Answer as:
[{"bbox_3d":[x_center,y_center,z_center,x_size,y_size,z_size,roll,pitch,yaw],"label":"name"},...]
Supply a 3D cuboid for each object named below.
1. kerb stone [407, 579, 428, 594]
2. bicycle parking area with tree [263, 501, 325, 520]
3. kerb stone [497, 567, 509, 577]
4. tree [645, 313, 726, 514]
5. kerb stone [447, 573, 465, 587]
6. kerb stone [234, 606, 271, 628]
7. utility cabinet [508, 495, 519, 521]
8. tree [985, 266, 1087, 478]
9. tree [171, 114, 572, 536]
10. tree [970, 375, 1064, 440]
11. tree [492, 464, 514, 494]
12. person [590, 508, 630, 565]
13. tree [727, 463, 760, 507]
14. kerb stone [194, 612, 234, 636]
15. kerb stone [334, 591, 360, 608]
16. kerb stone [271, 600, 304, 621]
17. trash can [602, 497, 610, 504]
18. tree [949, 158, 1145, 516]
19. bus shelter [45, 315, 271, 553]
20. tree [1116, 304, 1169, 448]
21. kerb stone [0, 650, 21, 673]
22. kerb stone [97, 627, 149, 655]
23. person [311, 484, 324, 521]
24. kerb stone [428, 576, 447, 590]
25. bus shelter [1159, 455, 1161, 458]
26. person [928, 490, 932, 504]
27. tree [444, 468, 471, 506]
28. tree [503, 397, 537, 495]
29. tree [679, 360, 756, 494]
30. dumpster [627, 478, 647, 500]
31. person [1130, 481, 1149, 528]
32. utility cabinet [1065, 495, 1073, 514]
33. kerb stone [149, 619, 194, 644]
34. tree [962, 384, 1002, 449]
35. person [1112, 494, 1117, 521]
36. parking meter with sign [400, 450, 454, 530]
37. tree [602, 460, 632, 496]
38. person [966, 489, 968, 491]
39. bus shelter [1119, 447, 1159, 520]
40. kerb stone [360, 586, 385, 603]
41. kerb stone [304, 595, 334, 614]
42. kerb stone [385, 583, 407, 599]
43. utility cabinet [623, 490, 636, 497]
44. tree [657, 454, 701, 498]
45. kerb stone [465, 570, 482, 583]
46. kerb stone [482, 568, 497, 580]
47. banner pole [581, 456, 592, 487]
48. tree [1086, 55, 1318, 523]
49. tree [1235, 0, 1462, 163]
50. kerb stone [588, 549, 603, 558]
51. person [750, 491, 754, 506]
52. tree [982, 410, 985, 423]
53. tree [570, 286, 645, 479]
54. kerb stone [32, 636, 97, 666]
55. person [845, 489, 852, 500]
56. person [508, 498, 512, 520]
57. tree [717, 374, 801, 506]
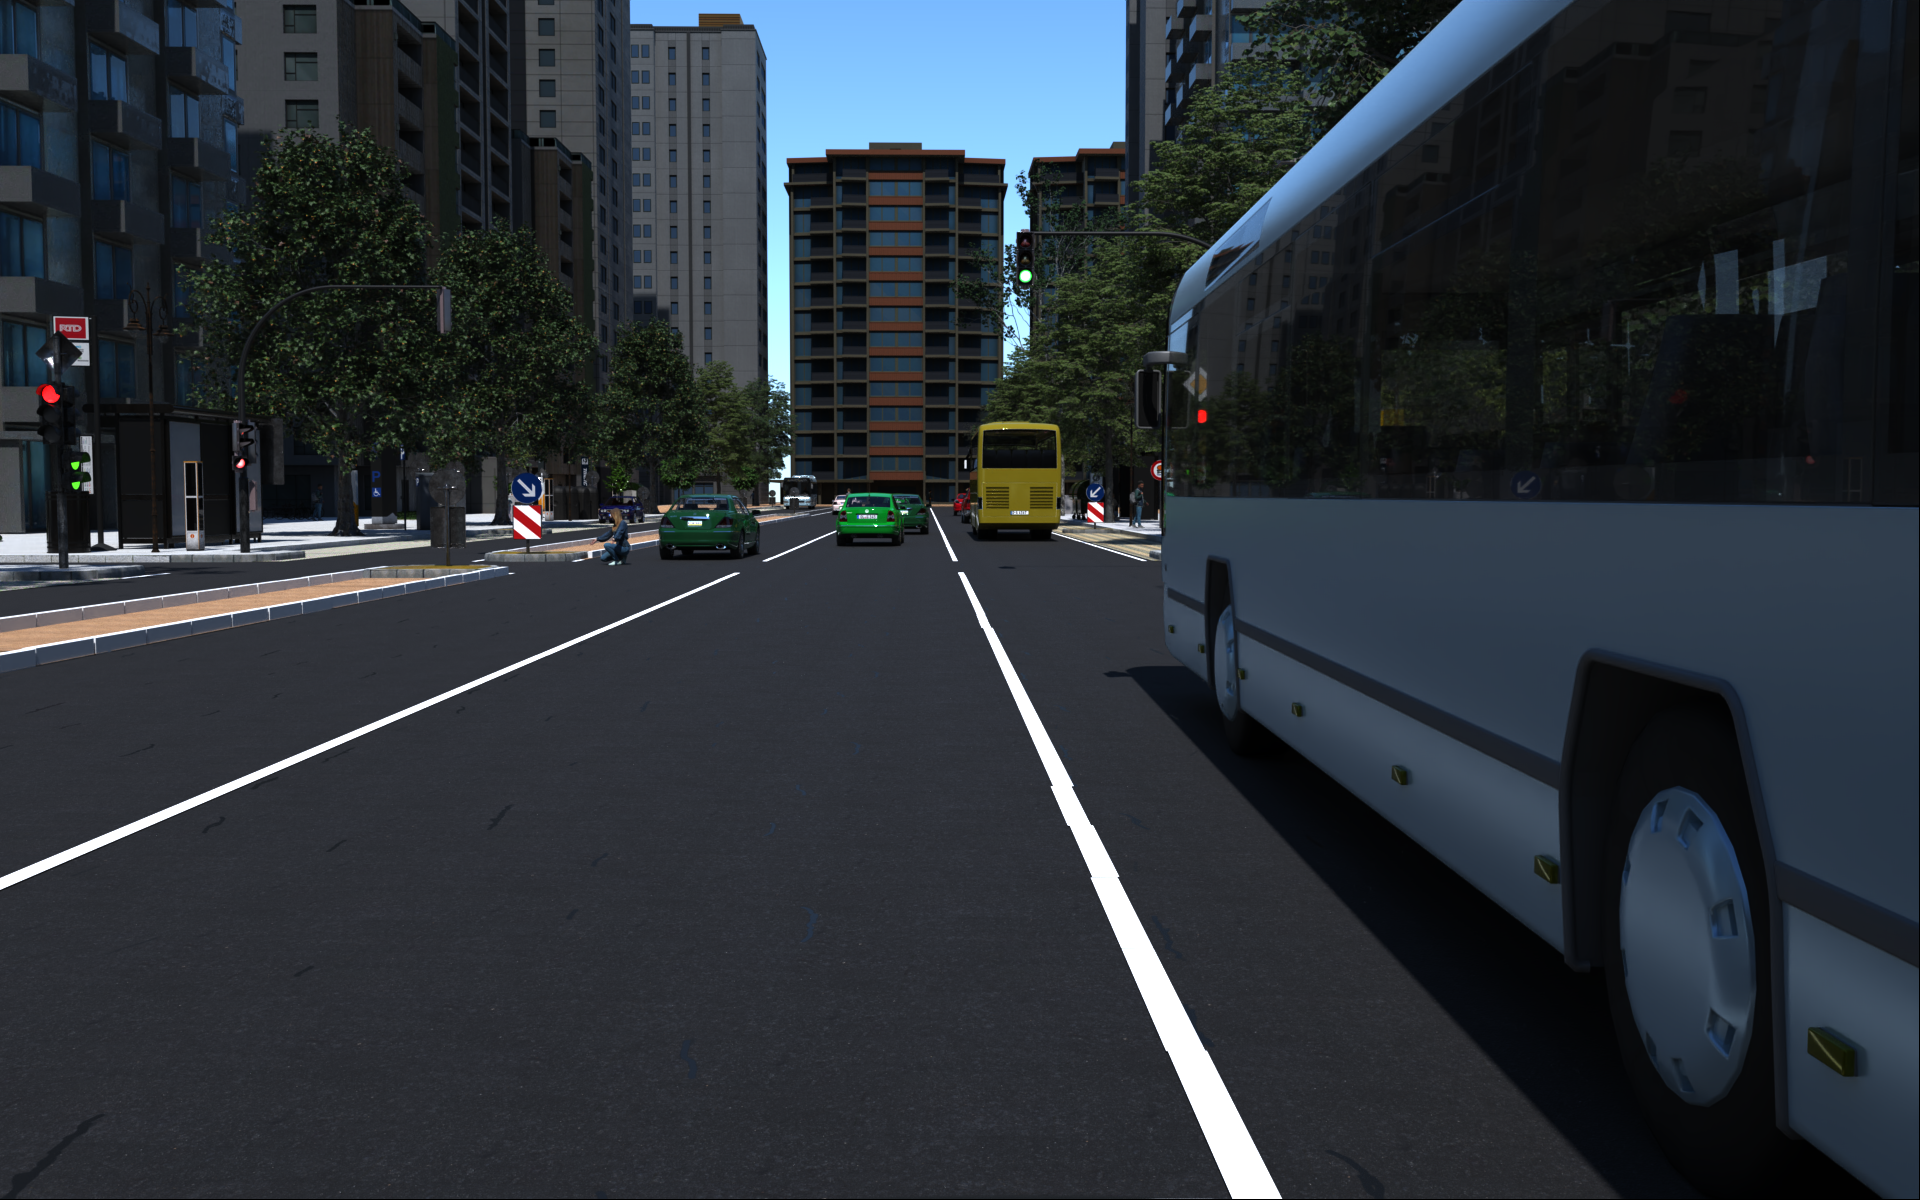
[{"bbox_3d":[-7.965,-0.181,25.155,0.120,0.150,1.000,0,4,-1],"label":"kerb stone"},{"bbox_3d":[-36.820,-6.237,88.981,9.016,4.147,8.231,0,3,0],"label":"bicycle parking area with tree"},{"bbox_3d":[-8.070,-0.485,30.279,0.120,0.150,1.000,0,4,-1],"label":"kerb stone"},{"bbox_3d":[-19.690,-11.814,110.160,9.611,12.733,9.660,0,3,0],"label":"tree"},{"bbox_3d":[-8.006,-0.305,27.200,0.120,0.150,1.000,0,4,-1],"label":"kerb stone"},{"bbox_3d":[-7.842,0.195,19.002,0.120,0.150,1.000,0,4,-1],"label":"kerb stone"},{"bbox_3d":[-21.451,-4.422,83.465,1.020,1.237,0.306,1,4,16],"label":"utility cabinet"},{"bbox_3d":[6.511,-9.676,76.326,7.486,12.596,7.792,0,3,0],"label":"tree"},{"bbox_3d":[-18.943,-8.306,52.808,9.611,12.733,9.660,0,3,0],"label":"tree"},{"bbox_3d":[5.491,-14.796,158.916,9.611,12.733,9.660,0,3,0],"label":"tree"},{"bbox_3d":[-26.405,-6.522,101.240,1.663,3.219,1.824,0,3,0],"label":"tree"},{"bbox_3d":[-6.996,-1.280,34.920,0.738,1.151,1.012,-1,4,-23],"label":"person"},{"bbox_3d":[-21.801,-11.666,174.447,4.285,4.588,4.351,0,3,0],"label":"tree"},{"bbox_3d":[-7.823,0.258,17.977,0.120,0.150,1.000,0,4,-1],"label":"kerb stone"},{"bbox_3d":[-7.906,0.007,22.075,0.120,0.150,1.000,0,4,-1],"label":"kerb stone"},{"bbox_3d":[-7.855,0.132,20.032,0.120,0.150,1.000,0,4,-1],"label":"kerb stone"},{"bbox_3d":[-18.549,-4.884,91.508,0.748,1.137,0.748,0,3,0],"label":"trash can"},{"bbox_3d":[4.728,-14.979,100.788,12.611,20.169,13.585,0,3,0],"label":"tree"},{"bbox_3d":[-19.304,-3.916,41.652,2.179,5.291,8.768,0,4,-1],"label":"bus shelter"},{"bbox_3d":[7.613,-6.612,58.468,4.360,8.622,3.978,0,3,0],"label":"tree"},{"bbox_3d":[-7.725,0.514,13.882,0.120,0.150,1.000,0,4,-1],"label":"kerb stone"},{"bbox_3d":[-7.771,0.383,15.932,0.120,0.150,1.000,0,4,-1],"label":"kerb stone"},{"bbox_3d":[-30.661,-4.672,82.780,0.721,1.781,0.623,-3,5,-40],"label":"person"},{"bbox_3d":[-7.990,-0.238,26.177,0.120,0.150,1.000,0,4,-1],"label":"kerb stone"},{"bbox_3d":[9.197,-4.556,68.409,2.014,3.302,5.546,0,4,-1],"label":"bus shelter"},{"bbox_3d":[-2.988,-10.173,174.459,0.705,1.869,1.348,0,4,4],"label":"person"},{"bbox_3d":[-23.133,-5.123,78.362,1.663,3.219,1.824,0,3,0],"label":"tree"},{"bbox_3d":[-27.998,-9.676,108.566,4.737,8.622,4.395,0,3,0],"label":"tree"},{"bbox_3d":[-20.903,-13.998,146.994,7.486,12.596,7.792,0,3,0],"label":"tree"},{"bbox_3d":[-19.632,-6.200,103.868,1.502,2.255,1.985,0,4,-1],"label":"dumpster"},{"bbox_3d":[6.711,-3.578,64.886,0.721,1.781,0.623,0,4,5],"label":"person"},{"bbox_3d":[7.073,-6.159,111.859,1.020,1.237,0.306,-1,4,-16],"label":"utility cabinet"},{"bbox_3d":[-7.797,0.321,16.954,0.120,0.150,1.000,0,4,-1],"label":"kerb stone"},{"bbox_3d":[5.186,-16.597,181.729,12.009,13.543,11.850,0,3,0],"label":"tree"},{"bbox_3d":[7.061,-4.280,80.290,0.475,1.303,0.640,-2,4,-32],"label":"person"},{"bbox_3d":[-18.943,-3.998,61.623,1.738,3.016,0.543,-3,4,-37],"label":"parking meter with sign"},{"bbox_3d":[-19.278,-6.285,97.363,1.663,3.219,1.824,0,3,0],"label":"tree"},{"bbox_3d":[0.469,-6.138,109.085,0.641,1.798,0.478,0,4,2],"label":"person"},{"bbox_3d":[8.980,-5.951,88.577,1.731,3.624,6.357,0,4,-1],"label":"bus shelter"},{"bbox_3d":[-7.923,-0.056,23.104,0.120,0.150,1.000,0,4,-1],"label":"kerb stone"},{"bbox_3d":[-7.873,0.070,21.053,0.120,0.150,1.000,0,4,-1],"label":"kerb stone"},{"bbox_3d":[-7.946,-0.115,24.126,0.120,0.150,1.000,0,4,-1],"label":"kerb stone"},{"bbox_3d":[-18.941,-5.554,99.479,0.318,1.500,1.173,-2,4,-34],"label":"utility cabinet"},{"bbox_3d":[-20.493,-8.753,126.819,4.285,4.588,4.351,0,3,0],"label":"tree"},{"bbox_3d":[-8.024,-0.360,28.222,0.120,0.150,1.000,0,4,-1],"label":"kerb stone"},{"bbox_3d":[-8.042,-0.431,29.244,0.120,0.150,1.000,0,4,-1],"label":"kerb stone"},{"bbox_3d":[-21.816,-6.820,101.532,0.863,3.779,0.401,-2,4,-34],"label":"banner pole"},{"bbox_3d":[7.392,-7.809,45.797,7.486,12.596,7.792,0,3,0],"label":"tree"},{"bbox_3d":[7.882,-6.893,19.362,9.857,13.997,8.962,0,3,0],"label":"tree"},{"bbox_3d":[-8.256,-1.031,39.060,0.120,0.150,1.000,0,4,-1],"label":"kerb stone"},{"bbox_3d":[-23.089,-11.342,193.933,1.348,1.826,0.705,3,5,43],"label":"person"},{"bbox_3d":[5.258,-12.600,124.138,7.486,12.596,7.792,0,3,0],"label":"tree"},{"bbox_3d":[-18.856,-9.423,71.070,9.611,12.733,9.660,0,3,0],"label":"tree"},{"bbox_3d":[-7.754,0.446,14.904,0.120,0.150,1.000,0,4,-1],"label":"kerb stone"},{"bbox_3d":[-7.303,-6.321,112.119,0.573,1.790,0.520,3,4,38],"label":"person"},{"bbox_3d":[-21.372,-4.377,81.886,0.425,1.301,0.394,-1,4,-12],"label":"person"},{"bbox_3d":[-21.852,-17.014,184.838,9.857,13.997,8.962,0,3,0],"label":"tree"}]
